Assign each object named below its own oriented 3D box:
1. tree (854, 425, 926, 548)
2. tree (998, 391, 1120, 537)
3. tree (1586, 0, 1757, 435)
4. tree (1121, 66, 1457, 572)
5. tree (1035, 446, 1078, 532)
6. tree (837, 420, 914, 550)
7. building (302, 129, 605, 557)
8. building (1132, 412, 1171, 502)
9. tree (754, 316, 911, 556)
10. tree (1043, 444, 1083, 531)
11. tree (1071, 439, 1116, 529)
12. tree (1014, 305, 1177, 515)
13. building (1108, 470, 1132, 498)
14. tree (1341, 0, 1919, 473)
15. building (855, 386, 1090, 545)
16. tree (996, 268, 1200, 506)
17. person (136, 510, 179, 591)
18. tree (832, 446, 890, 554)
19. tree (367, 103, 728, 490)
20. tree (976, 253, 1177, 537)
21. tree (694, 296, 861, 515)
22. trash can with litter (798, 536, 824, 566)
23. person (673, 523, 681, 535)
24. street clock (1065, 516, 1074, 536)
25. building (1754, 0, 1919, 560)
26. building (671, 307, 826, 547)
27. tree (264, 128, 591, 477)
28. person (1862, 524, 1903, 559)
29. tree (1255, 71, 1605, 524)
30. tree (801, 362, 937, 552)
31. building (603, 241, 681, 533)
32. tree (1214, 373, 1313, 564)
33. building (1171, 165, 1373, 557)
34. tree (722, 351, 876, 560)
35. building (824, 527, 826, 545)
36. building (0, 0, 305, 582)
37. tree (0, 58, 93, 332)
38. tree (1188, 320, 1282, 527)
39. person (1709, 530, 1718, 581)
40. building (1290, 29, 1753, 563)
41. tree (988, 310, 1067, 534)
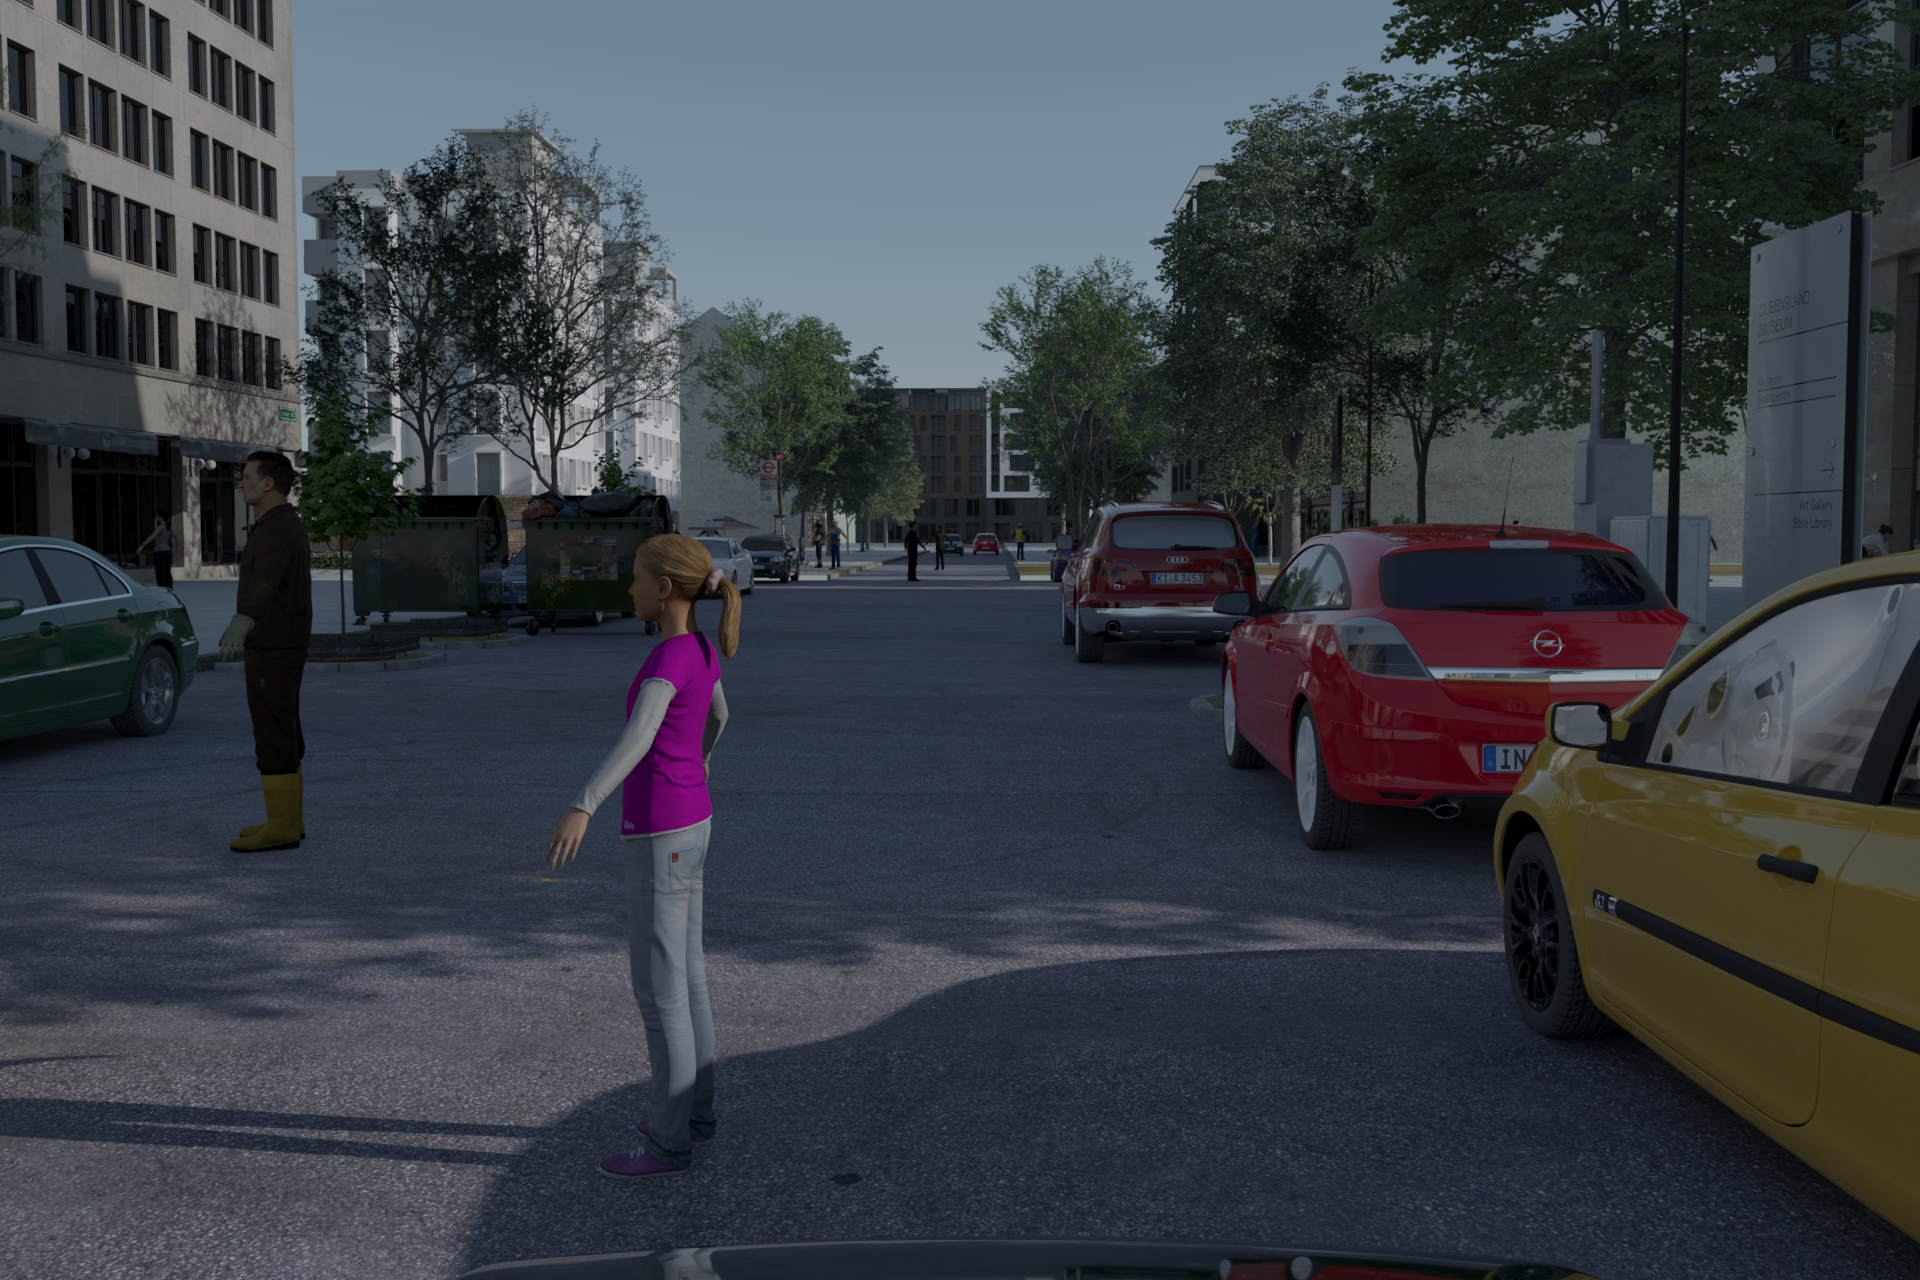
[{"bbox_3d":[-7.111,-14.602,156.874,7.486,12.596,7.792,0,3,0],"label":"tree"},{"bbox_3d":[7.688,-12.537,115.351,12.009,13.543,11.850,0,3,0],"label":"tree"},{"bbox_3d":[26.649,-12.417,58.901,12.611,20.169,13.585,0,3,0],"label":"tree"},{"bbox_3d":[9.218,-8.674,48.467,9.857,13.997,8.962,0,3,0],"label":"tree"},{"bbox_3d":[7.739,-10.780,126.618,4.737,8.622,4.395,0,3,0],"label":"tree"},{"bbox_3d":[-7.252,-13.043,139.011,9.928,11.665,9.643,0,3,0],"label":"tree"},{"bbox_3d":[-24.827,-13.818,82.349,16.016,20.090,11.380,0,4,2],"label":"building"},{"bbox_3d":[27.985,-21.410,180.978,19.493,23.208,18.063,0,4,2],"label":"building"},{"bbox_3d":[-7.542,-11.881,100.913,9.857,13.997,8.962,0,3,0],"label":"tree"},{"bbox_3d":[8.532,-11.186,133.245,4.737,8.622,4.395,0,3,0],"label":"tree"},{"bbox_3d":[7.516,-9.540,106.334,4.737,8.622,4.395,0,3,0],"label":"tree"},{"bbox_3d":[7.433,-11.391,92.894,9.857,13.997,8.962,0,3,0],"label":"tree"},{"bbox_3d":[26.791,-22.556,199.726,19.493,23.208,18.063,0,4,2],"label":"building"},{"bbox_3d":[8.798,-6.419,23.084,7.486,12.596,7.792,0,3,0],"label":"tree"},{"bbox_3d":[2.171,-24.724,250.664,32.646,21.610,27.936,0,4,3],"label":"building"},{"bbox_3d":[6.775,-10.446,81.164,12.009,13.543,11.850,0,3,0],"label":"tree"},{"bbox_3d":[-15.186,-1.593,32.849,0.721,1.737,1.217,1,4,9],"label":"person"},{"bbox_3d":[-6.922,-9.752,109.814,4.737,8.622,4.395,0,3,0],"label":"tree"},{"bbox_3d":[-12.012,-8.570,50.495,12.009,13.543,11.850,0,3,0],"label":"tree"},{"bbox_3d":[4.369,-8.546,65.488,9.928,11.665,9.643,0,3,0],"label":"tree"},{"bbox_3d":[-7.986,-9.217,76.460,9.928,11.665,9.643,0,3,0],"label":"tree"},{"bbox_3d":[-6.271,-3.624,70.303,1.678,1.210,2.233,0,4,3],"label":"trash can with litter"},{"bbox_3d":[-13.304,-4.535,80.339,1.347,1.806,0.705,-2,4,-32],"label":"person"},{"bbox_3d":[4.420,-4.009,70.117,0.358,2.002,0.471,0,4,1],"label":"street clock"},{"bbox_3d":[28.498,-15.562,20.664,22.709,31.103,35.509,0,4,1],"label":"building"},{"bbox_3d":[-23.821,-21.158,176.855,19.493,23.208,18.063,0,4,0],"label":"building"},{"bbox_3d":[-11.821,-6.405,39.128,7.601,10.594,8.767,-3,5,-41],"label":"tree"},{"bbox_3d":[14.175,-1.085,26.974,0.799,1.438,0.628,-2,4,-35],"label":"person"},{"bbox_3d":[9.401,-6.213,36.001,7.601,10.594,8.767,-2,4,-33],"label":"tree"},{"bbox_3d":[-6.835,-13.017,123.202,12.009,13.543,11.850,0,3,0],"label":"tree"},{"bbox_3d":[-25.669,-15.702,113.148,16.016,20.090,11.380,0,4,2],"label":"building"},{"bbox_3d":[12.923,-7.476,72.598,4.737,8.622,4.395,0,3,0],"label":"tree"},{"bbox_3d":[27.438,-16.417,112.400,27.936,21.610,32.646,0,4,1],"label":"building"},{"bbox_3d":[-7.894,-9.199,84.824,8.767,10.594,7.601,1,4,11],"label":"tree"},{"bbox_3d":[-20.391,-16.190,206.861,9.099,9.664,28.070,0,4,2],"label":"building"},{"bbox_3d":[-31.621,-14.582,40.583,24.374,26.755,37.873,0,4,2],"label":"building"},{"bbox_3d":[-12.871,-4.224,19.417,4.360,8.622,3.978,0,3,0],"label":"tree"},{"bbox_3d":[9.255,-6.612,58.475,4.737,8.622,4.395,0,3,0],"label":"tree"},{"bbox_3d":[20.098,-2.459,46.804,0.990,1.755,0.434,-1,4,-12],"label":"person"},{"bbox_3d":[27.347,-15.502,84.383,19.493,23.208,18.063,0,4,1],"label":"building"},{"bbox_3d":[8.292,-17.714,145.508,12.611,20.169,13.585,0,3,0],"label":"tree"}]
